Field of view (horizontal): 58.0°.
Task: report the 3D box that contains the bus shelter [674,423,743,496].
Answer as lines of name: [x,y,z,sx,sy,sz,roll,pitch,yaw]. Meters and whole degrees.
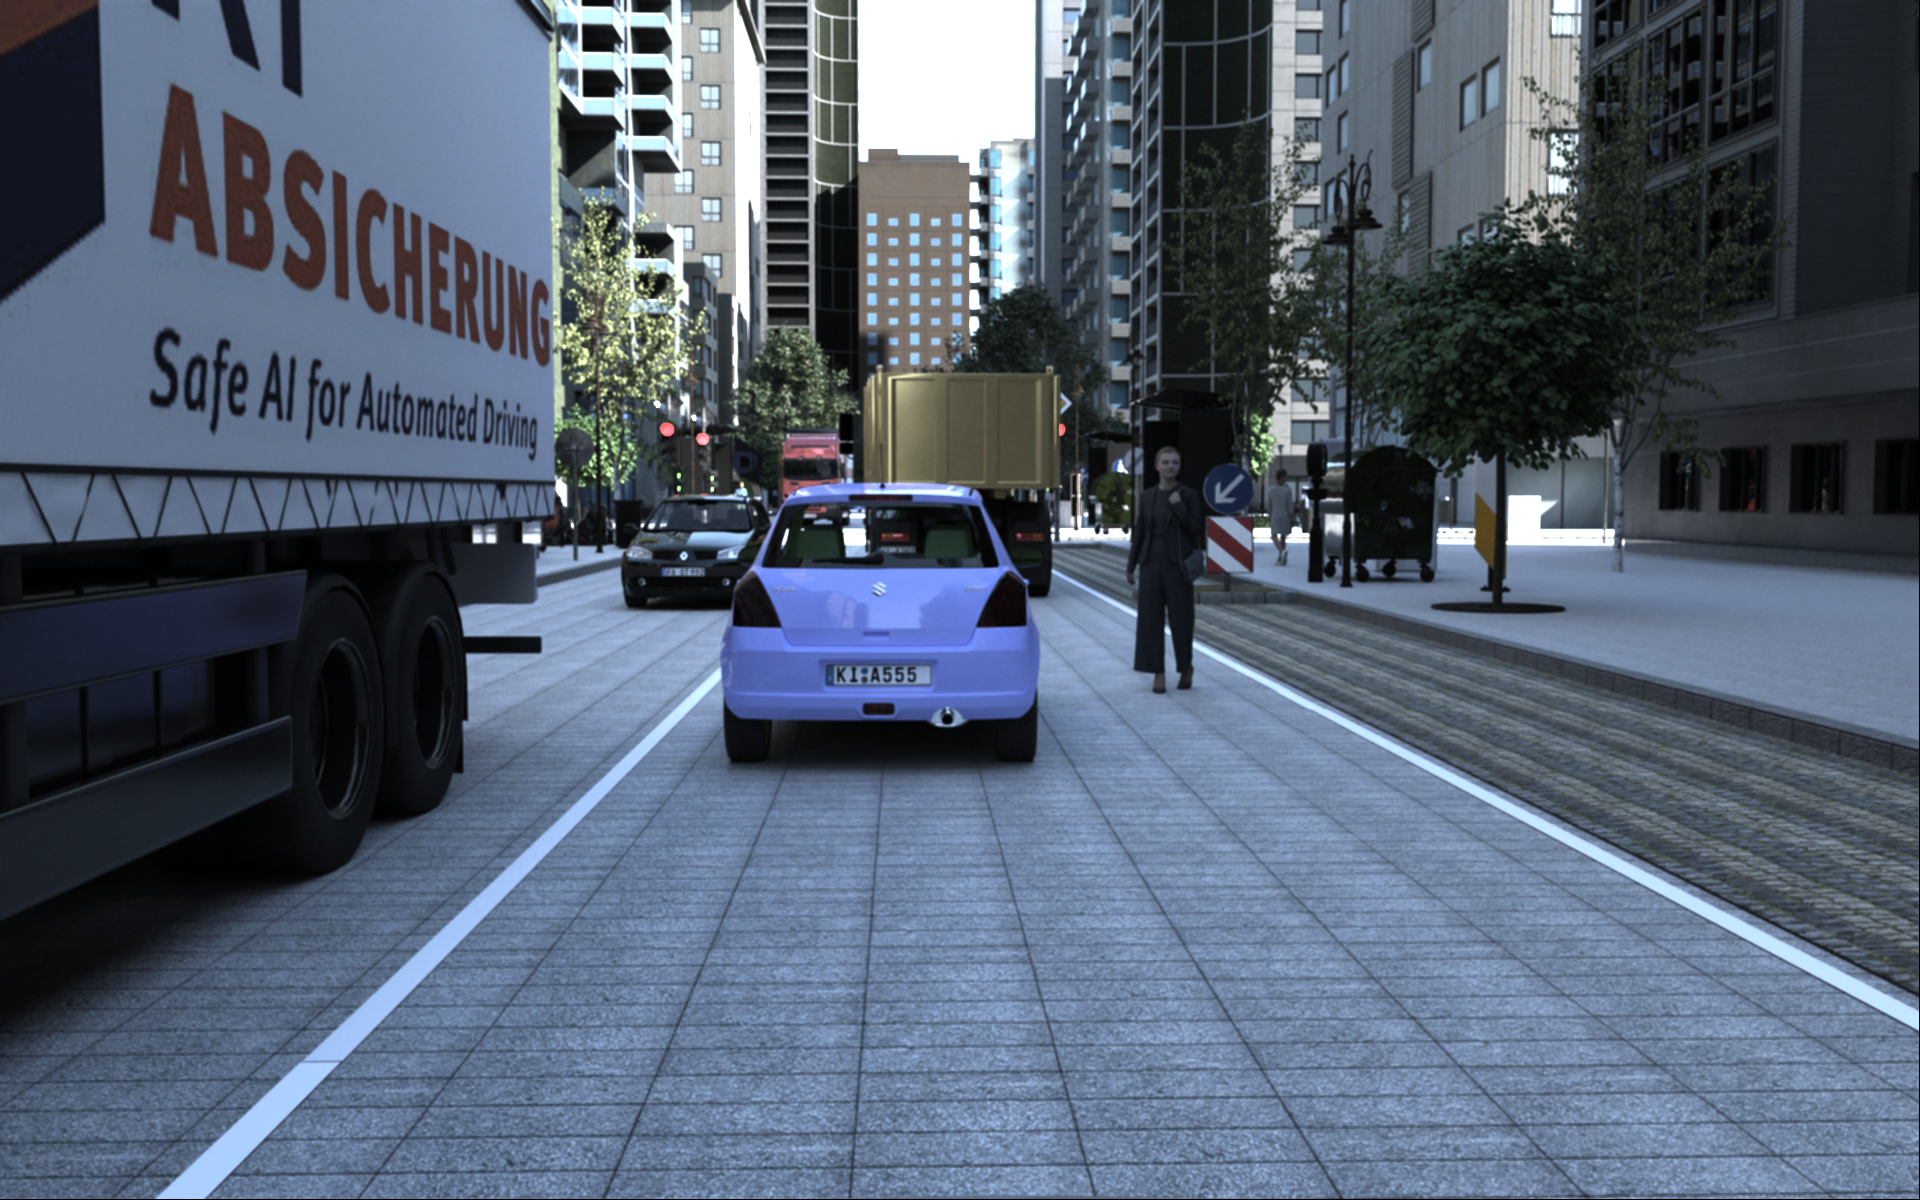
bus shelter: [-8.747,-4.239,60.592,1.731,3.624,6.357,0,4,-2]

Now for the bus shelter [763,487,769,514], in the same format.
bus shelter: [-11.334,-6.325,97.343,2.014,3.302,5.546,0,4,-2]

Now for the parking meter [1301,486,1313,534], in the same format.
parking meter: [11.232,-2.910,55.984,0.372,1.533,0.369,0,3,0]

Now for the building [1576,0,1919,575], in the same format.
building: [20.706,-12.500,23.440,14.314,24.678,30.058,0,4,-2]

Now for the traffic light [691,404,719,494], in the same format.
traffic light: [-7.938,-3.970,53.830,0.839,4.253,0.868,0,4,-2]

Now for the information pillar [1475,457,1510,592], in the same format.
information pillar: [7.014,-1.923,22.794,0.183,3.616,0.504,-2,4,-30]

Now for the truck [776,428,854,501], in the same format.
truck: [-6.211,-5.341,76.243,2.839,4.237,11.283,0,4,0]

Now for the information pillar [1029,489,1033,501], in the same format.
information pillar: [3.348,-5.531,81.788,0.183,3.616,0.504,2,4,25]

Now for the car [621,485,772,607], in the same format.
car: [-3.390,-0.820,23.201,2.009,1.686,4.222,0,4,0]

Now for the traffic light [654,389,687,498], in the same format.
traffic light: [-7.680,-3.482,45.849,0.839,4.253,0.868,0,4,-2]

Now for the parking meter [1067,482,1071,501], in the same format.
parking meter: [5.331,-4.751,83.393,0.255,1.863,0.399,2,4,27]

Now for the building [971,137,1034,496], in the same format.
building: [16.191,-37.472,232.270,30.456,49.044,23.786,0,4,-2]

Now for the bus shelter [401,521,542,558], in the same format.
bus shelter: [-9.076,-3.215,30.197,2.179,5.291,8.768,0,4,-2]

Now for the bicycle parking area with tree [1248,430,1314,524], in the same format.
bicycle parking area with tree: [12.417,-5.413,75.512,9.016,4.147,8.231,3,5,44]

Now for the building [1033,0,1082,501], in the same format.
building: [18.271,-39.207,183.036,21.231,58.520,28.212,0,4,-2]

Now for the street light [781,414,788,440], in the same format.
street light: [-9.896,-7.693,98.564,0.468,5.910,1.993,0,4,-2]

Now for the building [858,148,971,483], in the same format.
building: [-5.980,-35.294,227.174,14.200,45.320,14.600,0,4,-2]

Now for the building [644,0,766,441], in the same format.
building: [-35.117,-36.233,181.649,27.495,52.752,28.713,0,4,-2]

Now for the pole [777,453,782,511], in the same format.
pole: [-9.068,-5.701,87.056,0.158,3.312,0.155,0,3,0]

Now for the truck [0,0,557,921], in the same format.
truck: [-3.478,-0.950,4.440,2.839,4.237,11.283,0,4,-1]

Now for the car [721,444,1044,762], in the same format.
car: [-0.432,-0.060,10.572,1.945,1.707,3.694,0,4,-1]

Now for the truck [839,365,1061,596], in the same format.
truck: [-0.231,-1.954,27.868,3.469,3.379,9.791,0,4,-4]

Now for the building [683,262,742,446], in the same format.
building: [-33.304,-18.252,143.454,27.650,21.520,28.899,0,4,-2]

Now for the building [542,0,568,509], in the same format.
building: [-23.827,-18.076,67.251,14.160,30.474,14.107,0,4,-2]

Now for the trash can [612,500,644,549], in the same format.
trash can: [-7.801,-1.779,40.743,0.748,1.137,0.748,0,3,0]

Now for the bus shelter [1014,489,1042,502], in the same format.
bus shelter: [4.179,-6.770,104.615,2.014,3.302,5.546,0,4,-2]

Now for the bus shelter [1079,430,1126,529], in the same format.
bus shelter: [5.723,-4.588,66.293,1.731,3.624,6.357,0,4,-2]

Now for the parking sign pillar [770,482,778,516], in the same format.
parking sign pillar: [-10.872,-6.932,101.809,1.447,3.967,1.447,0,4,-8]

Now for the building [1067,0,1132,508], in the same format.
building: [21.324,-32.692,154.129,23.786,49.044,30.456,0,4,-2]

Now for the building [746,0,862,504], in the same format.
building: [-23.481,-48.367,229.048,20.611,71.187,20.563,0,4,-2]

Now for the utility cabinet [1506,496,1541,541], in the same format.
utility cabinet: [15.253,-2.197,47.087,1.020,1.237,0.306,-1,4,-19]

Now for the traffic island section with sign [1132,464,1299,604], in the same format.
traffic island section with sign: [3.371,-0.898,23.316,1.989,1.847,2.006,0,4,-2]

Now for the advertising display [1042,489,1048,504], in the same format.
advertising display: [3.903,-4.530,79.277,0.123,1.923,0.974,1,4,12]

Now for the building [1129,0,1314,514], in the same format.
building: [21.026,-41.595,118.325,20.563,71.187,20.611,0,4,-2]

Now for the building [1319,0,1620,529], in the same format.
building: [31.305,-29.566,72.642,27.495,52.752,28.713,0,4,-2]

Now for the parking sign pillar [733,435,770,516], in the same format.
parking sign pillar: [-9.662,-5.523,78.772,1.447,3.967,1.447,1,4,9]

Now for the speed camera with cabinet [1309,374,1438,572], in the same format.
speed camera with cabinet: [6.832,-2.099,28.656,2.038,3.252,0.660,0,4,6]

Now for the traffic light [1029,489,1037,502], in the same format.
traffic light: [2.317,-3.991,54.176,0.839,4.253,0.868,0,4,-2]

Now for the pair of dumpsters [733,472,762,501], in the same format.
pair of dumpsters: [-9.313,-4.325,73.208,1.574,2.255,4.437,0,4,-2]

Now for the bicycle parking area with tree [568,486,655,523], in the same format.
bicycle parking area with tree: [-16.865,-5.681,79.888,9.016,4.147,8.231,1,4,19]

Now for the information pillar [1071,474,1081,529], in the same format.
information pillar: [4.234,-3.604,63.425,0.304,2.012,0.304,1,4,18]

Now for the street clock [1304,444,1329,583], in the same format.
street clock: [5.177,-1.259,25.158,0.358,2.002,0.471,1,4,21]

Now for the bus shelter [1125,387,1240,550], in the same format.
bus shelter: [5.261,-3.049,41.139,1.731,3.624,6.357,0,4,-2]

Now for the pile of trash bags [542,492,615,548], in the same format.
pile of trash bags: [-9.711,-2.029,42.932,1.912,1.369,3.447,0,4,3]

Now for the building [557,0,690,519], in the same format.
building: [-27.191,-48.201,100.757,22.319,86.520,31.000,0,4,-2]

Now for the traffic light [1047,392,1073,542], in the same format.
traffic light: [2.575,-3.503,46.196,0.839,4.253,0.868,0,4,-2]

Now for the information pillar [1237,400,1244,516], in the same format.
information pillar: [6.610,-3.084,41.774,0.504,3.616,0.183,0,4,7]

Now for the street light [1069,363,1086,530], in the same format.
street light: [4.118,-5.402,61.114,0.468,5.910,1.993,0,4,-2]
